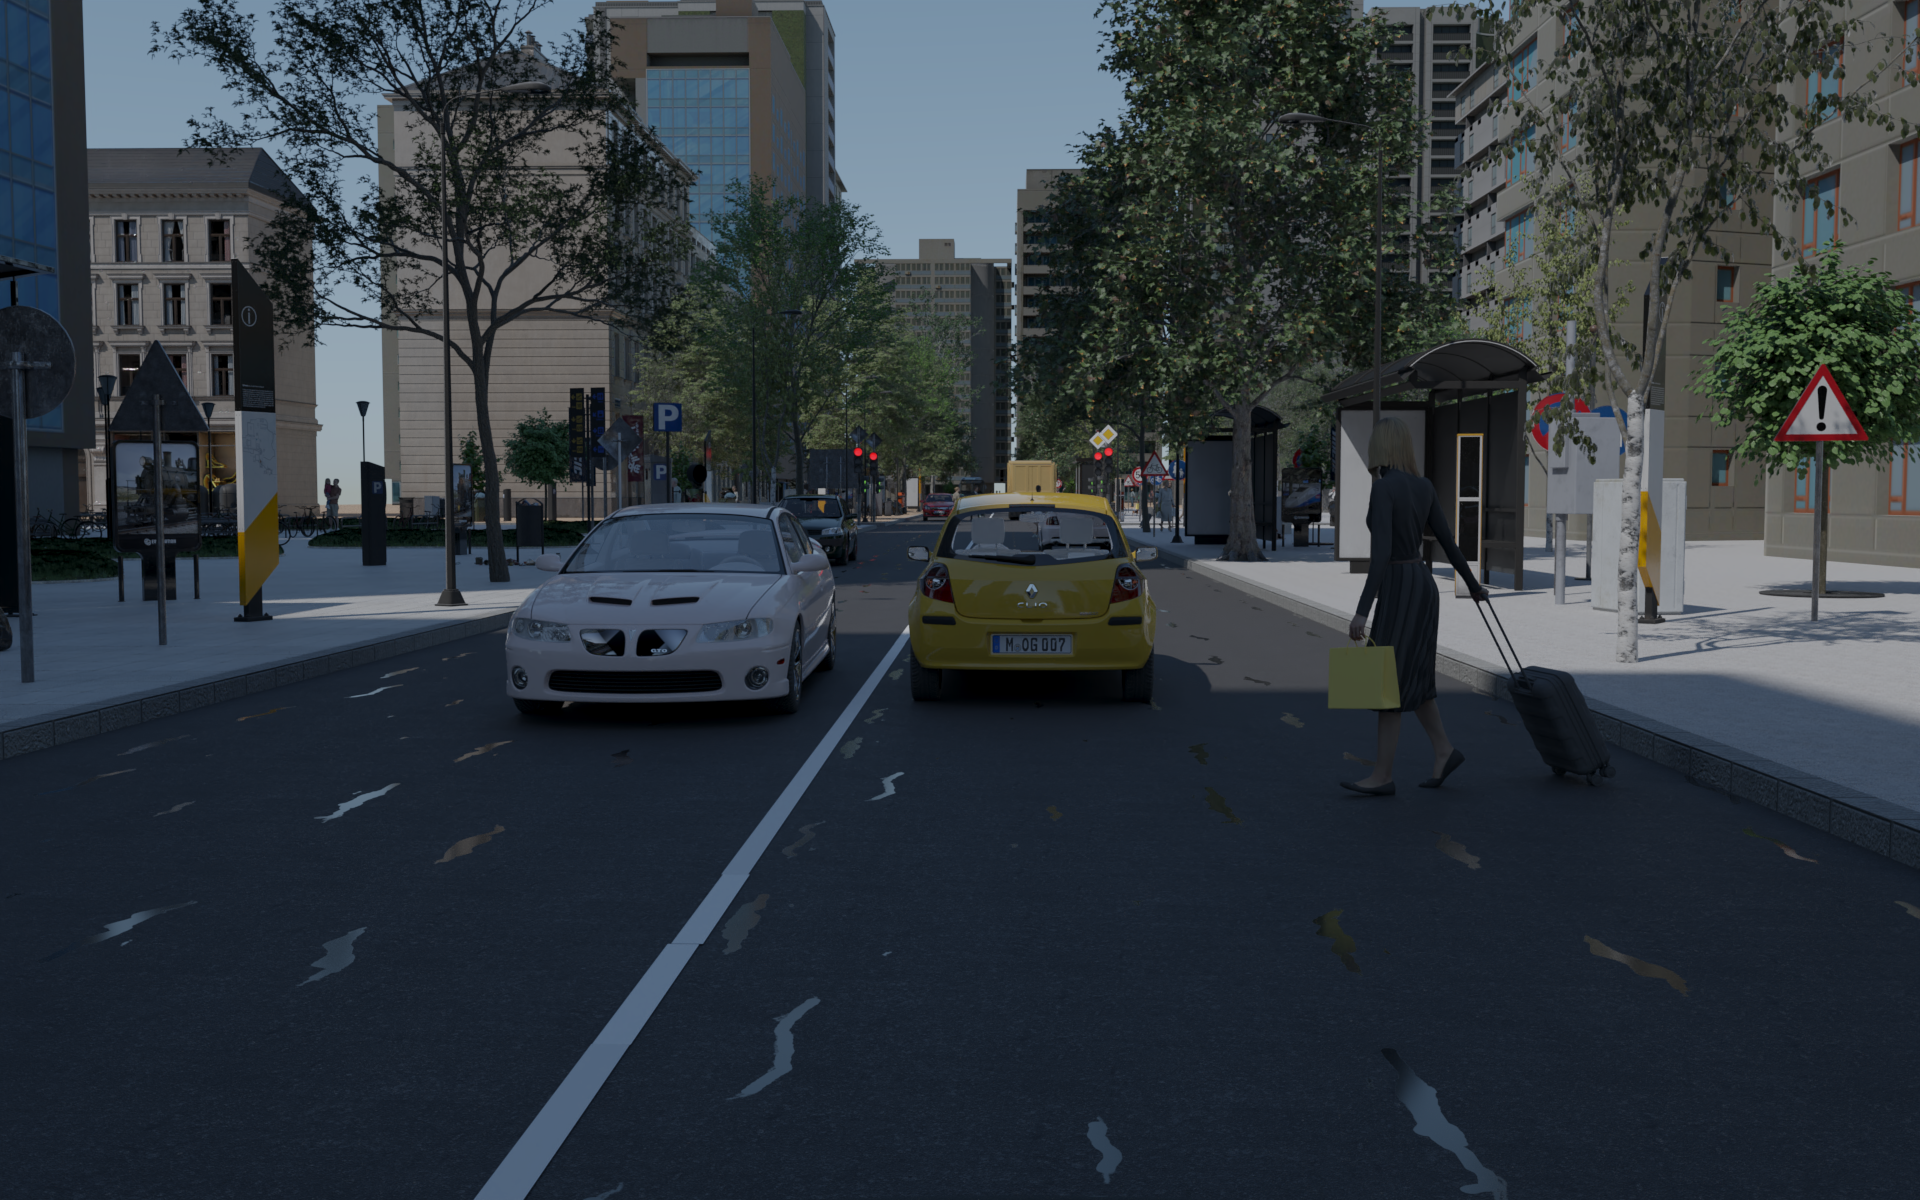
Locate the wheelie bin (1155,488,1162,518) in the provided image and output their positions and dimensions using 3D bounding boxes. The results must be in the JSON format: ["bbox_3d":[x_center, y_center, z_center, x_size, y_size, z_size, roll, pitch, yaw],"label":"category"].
[{"bbox_3d":[10.818,-5.212,93.126,0.693,1.594,0.980,3,5,40],"label":"wheelie bin"}]

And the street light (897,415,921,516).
[{"bbox_3d":[-3.165,-7.939,102.342,1.470,5.913,1.316,0,4,2],"label":"street light"}]

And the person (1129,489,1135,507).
[{"bbox_3d":[16.811,-9.982,169.333,0.705,1.814,1.350,-1,4,-21],"label":"person"}]

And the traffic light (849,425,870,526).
[{"bbox_3d":[-4.089,-4.978,70.312,0.839,4.253,0.868,0,4,2],"label":"traffic light"}]

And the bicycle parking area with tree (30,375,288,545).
[{"bbox_3d":[-21.524,-3.494,44.126,9.016,4.147,8.231,-1,4,-13],"label":"bicycle parking area with tree"}]

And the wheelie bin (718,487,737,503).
[{"bbox_3d":[-11.085,-4.566,82.557,0.980,1.594,0.693,2,4,34],"label":"wheelie bin"}]

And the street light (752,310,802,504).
[{"bbox_3d":[-4.667,-4.357,43.782,1.470,5.913,1.316,0,4,2],"label":"street light"}]

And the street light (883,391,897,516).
[{"bbox_3d":[-3.752,-6.466,78.256,1.470,5.913,1.316,0,4,2],"label":"street light"}]

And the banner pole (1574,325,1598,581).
[{"bbox_3d":[9.437,-2.198,25.957,0.401,3.779,0.863,1,4,15],"label":"banner pole"}]

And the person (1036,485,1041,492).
[{"bbox_3d":[2.623,-2.943,57.363,0.466,1.731,0.760,-2,4,-34],"label":"person"}]

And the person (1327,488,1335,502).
[{"bbox_3d":[17.588,-4.595,81.274,0.679,1.850,0.850,0,4,6],"label":"person"}]

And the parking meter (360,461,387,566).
[{"bbox_3d":[-10.506,-1.550,31.055,0.255,1.863,0.399,2,4,34],"label":"parking meter"}]

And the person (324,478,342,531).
[{"bbox_3d":[-21.396,-3.240,58.992,0.580,1.828,0.573,-3,5,-41],"label":"person"}]

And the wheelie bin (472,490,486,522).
[{"bbox_3d":[-22.168,-4.403,79.892,0.980,1.594,0.693,3,5,41],"label":"wheelie bin"}]

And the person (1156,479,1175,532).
[{"bbox_3d":[7.051,-3.222,59.073,0.694,1.780,0.624,0,4,-1],"label":"person"}]

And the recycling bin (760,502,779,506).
[{"bbox_3d":[-5.654,-2.482,53.136,0.722,1.027,0.722,3,4,38],"label":"recycling bin"}]

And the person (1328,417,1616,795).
[{"bbox_3d":[2.471,0.021,8.372,1.509,1.804,0.699,-1,4,-10],"label":"person"}]

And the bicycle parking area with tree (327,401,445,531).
[{"bbox_3d":[-20.878,-4.097,53.989,8.231,4.147,9.016,1,4,22],"label":"bicycle parking area with tree"}]

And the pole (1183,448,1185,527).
[{"bbox_3d":[8.806,-4.510,67.579,0.158,3.312,0.155,0,3,0],"label":"pole"}]

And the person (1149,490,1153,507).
[{"bbox_3d":[17.349,-9.093,156.178,0.593,1.643,0.415,-1,4,-11],"label":"person"}]

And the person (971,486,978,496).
[{"bbox_3d":[0.869,-5.150,92.476,0.755,1.850,0.659,3,4,36],"label":"person"}]

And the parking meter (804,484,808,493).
[{"bbox_3d":[-8.654,-5.545,96.366,0.399,1.863,0.255,-2,4,-33],"label":"parking meter"}]

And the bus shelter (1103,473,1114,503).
[{"bbox_3d":[11.770,-9.279,142.995,1.731,3.624,6.357,0,4,2],"label":"bus shelter"}]

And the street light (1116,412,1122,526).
[{"bbox_3d":[5.795,-5.933,69.542,1.470,5.913,1.316,0,4,2],"label":"street light"}]

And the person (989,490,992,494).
[{"bbox_3d":[2.855,-9.184,158.671,1.348,1.822,0.705,2,4,31],"label":"person"}]

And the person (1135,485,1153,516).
[{"bbox_3d":[10.392,-5.583,97.543,0.699,1.804,1.509,-1,4,-11],"label":"person"}]

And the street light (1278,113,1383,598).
[{"bbox_3d":[4.583,-2.981,21.277,1.470,5.913,1.316,0,4,2],"label":"street light"}]

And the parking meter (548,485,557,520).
[{"bbox_3d":[-18.729,-4.517,79.570,0.255,1.863,0.399,1,4,20],"label":"parking meter"}]

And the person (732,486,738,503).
[{"bbox_3d":[-11.518,-4.973,88.351,0.512,1.701,0.522,1,4,20],"label":"person"}]

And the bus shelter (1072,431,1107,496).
[{"bbox_3d":[7.895,-7.742,104.206,2.179,5.291,8.768,0,4,1],"label":"bus shelter"}]

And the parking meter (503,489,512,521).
[{"bbox_3d":[-21.376,-4.488,81.784,0.372,1.533,0.369,0,3,0],"label":"parking meter"}]

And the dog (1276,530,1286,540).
[{"bbox_3d":[9.008,-1.905,48.889,0.748,0.427,0.550,-1,4,-20],"label":"dog"}]

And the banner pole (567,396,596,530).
[{"bbox_3d":[-9.593,-3.311,44.146,0.863,3.779,0.401,-3,4,-38],"label":"banner pole"}]

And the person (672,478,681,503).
[{"bbox_3d":[-8.538,-2.783,52.028,0.515,1.767,0.782,-2,4,-33],"label":"person"}]

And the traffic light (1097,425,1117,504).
[{"bbox_3d":[5.969,-4.962,70.055,0.839,4.253,0.868,0,4,2],"label":"traffic light"}]

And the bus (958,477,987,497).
[{"bbox_3d":[1.266,-11.737,186.754,2.948,3.499,13.247,0,4,0],"label":"bus"}]

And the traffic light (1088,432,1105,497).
[{"bbox_3d":[6.187,-5.451,78.037,0.839,4.253,0.868,0,4,2],"label":"traffic light"}]

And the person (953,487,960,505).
[{"bbox_3d":[-0.095,-4.382,80.702,0.362,1.759,0.519,-2,4,-35],"label":"person"}]

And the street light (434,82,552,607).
[{"bbox_3d":[-5.302,-2.884,19.698,1.470,5.913,1.316,0,4,2],"label":"street light"}]

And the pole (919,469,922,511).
[{"bbox_3d":[-2.940,-8.242,128.595,0.158,3.312,0.155,0,3,0],"label":"pole"}]

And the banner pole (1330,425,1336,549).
[{"bbox_3d":[8.841,-3.097,40.659,0.401,3.779,0.863,-1,4,-9],"label":"banner pole"}]

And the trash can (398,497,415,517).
[{"bbox_3d":[-25.007,-4.074,78.263,0.748,1.137,0.748,0,3,0],"label":"trash can"}]

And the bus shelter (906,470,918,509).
[{"bbox_3d":[-3.917,-9.541,149.924,2.014,3.302,5.546,0,4,2],"label":"bus shelter"}]

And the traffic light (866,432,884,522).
[{"bbox_3d":[-3.871,-5.466,78.294,0.839,4.253,0.868,0,4,2],"label":"traffic light"}]

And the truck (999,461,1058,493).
[{"bbox_3d":[4.033,-6.309,99.084,3.469,3.379,9.791,0,4,1],"label":"truck"}]

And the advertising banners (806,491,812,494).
[{"bbox_3d":[-8.135,-6.003,94.342,0.090,3.025,2.074,0,4,6],"label":"advertising banners"}]

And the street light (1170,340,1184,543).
[{"bbox_3d":[5.165,-4.454,45.363,1.470,5.913,1.316,0,4,2],"label":"street light"}]

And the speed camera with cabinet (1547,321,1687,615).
[{"bbox_3d":[7.270,-1.522,19.227,0.660,3.252,2.038,-1,4,-8],"label":"speed camera with cabinet"}]

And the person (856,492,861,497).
[{"bbox_3d":[-8.843,-9.070,155.052,1.217,1.736,0.721,2,4,23],"label":"person"}]

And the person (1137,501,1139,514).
[{"bbox_3d":[11.774,-6.476,112.167,0.529,1.795,0.600,3,5,41],"label":"person"}]

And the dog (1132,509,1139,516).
[{"bbox_3d":[10.053,-5.048,99.370,0.406,0.507,0.540,1,4,11],"label":"dog"}]

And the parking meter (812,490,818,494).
[{"bbox_3d":[-8.561,-5.766,102.691,0.372,1.533,0.369,0,3,0],"label":"parking meter"}]

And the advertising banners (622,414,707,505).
[{"bbox_3d":[-6.601,-2.603,38.749,2.074,3.025,0.090,-3,4,-37],"label":"advertising banners"}]

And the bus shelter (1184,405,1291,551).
[{"bbox_3d":[6.421,-2.901,41.363,2.014,3.302,5.546,0,4,2],"label":"bus shelter"}]

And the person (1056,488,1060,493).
[{"bbox_3d":[8.453,-8.820,150.260,0.555,1.821,0.388,-3,5,-39],"label":"person"}]

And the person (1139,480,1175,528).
[{"bbox_3d":[7.465,-3.600,65.114,1.509,1.804,0.699,-1,4,-14],"label":"person"}]

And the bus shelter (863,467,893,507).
[{"bbox_3d":[-6.161,-8.307,129.747,2.014,3.302,5.546,0,4,2],"label":"bus shelter"}]

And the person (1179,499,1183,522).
[{"bbox_3d":[10.369,-4.265,80.053,0.640,1.303,0.475,0,4,-1],"label":"person"}]

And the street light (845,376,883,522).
[{"bbox_3d":[-3.922,-5.848,68.154,1.470,5.913,1.316,0,4,2],"label":"street light"}]

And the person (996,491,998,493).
[{"bbox_3d":[4.112,-11.403,194.898,0.705,1.831,1.348,-2,4,-35],"label":"person"}]
